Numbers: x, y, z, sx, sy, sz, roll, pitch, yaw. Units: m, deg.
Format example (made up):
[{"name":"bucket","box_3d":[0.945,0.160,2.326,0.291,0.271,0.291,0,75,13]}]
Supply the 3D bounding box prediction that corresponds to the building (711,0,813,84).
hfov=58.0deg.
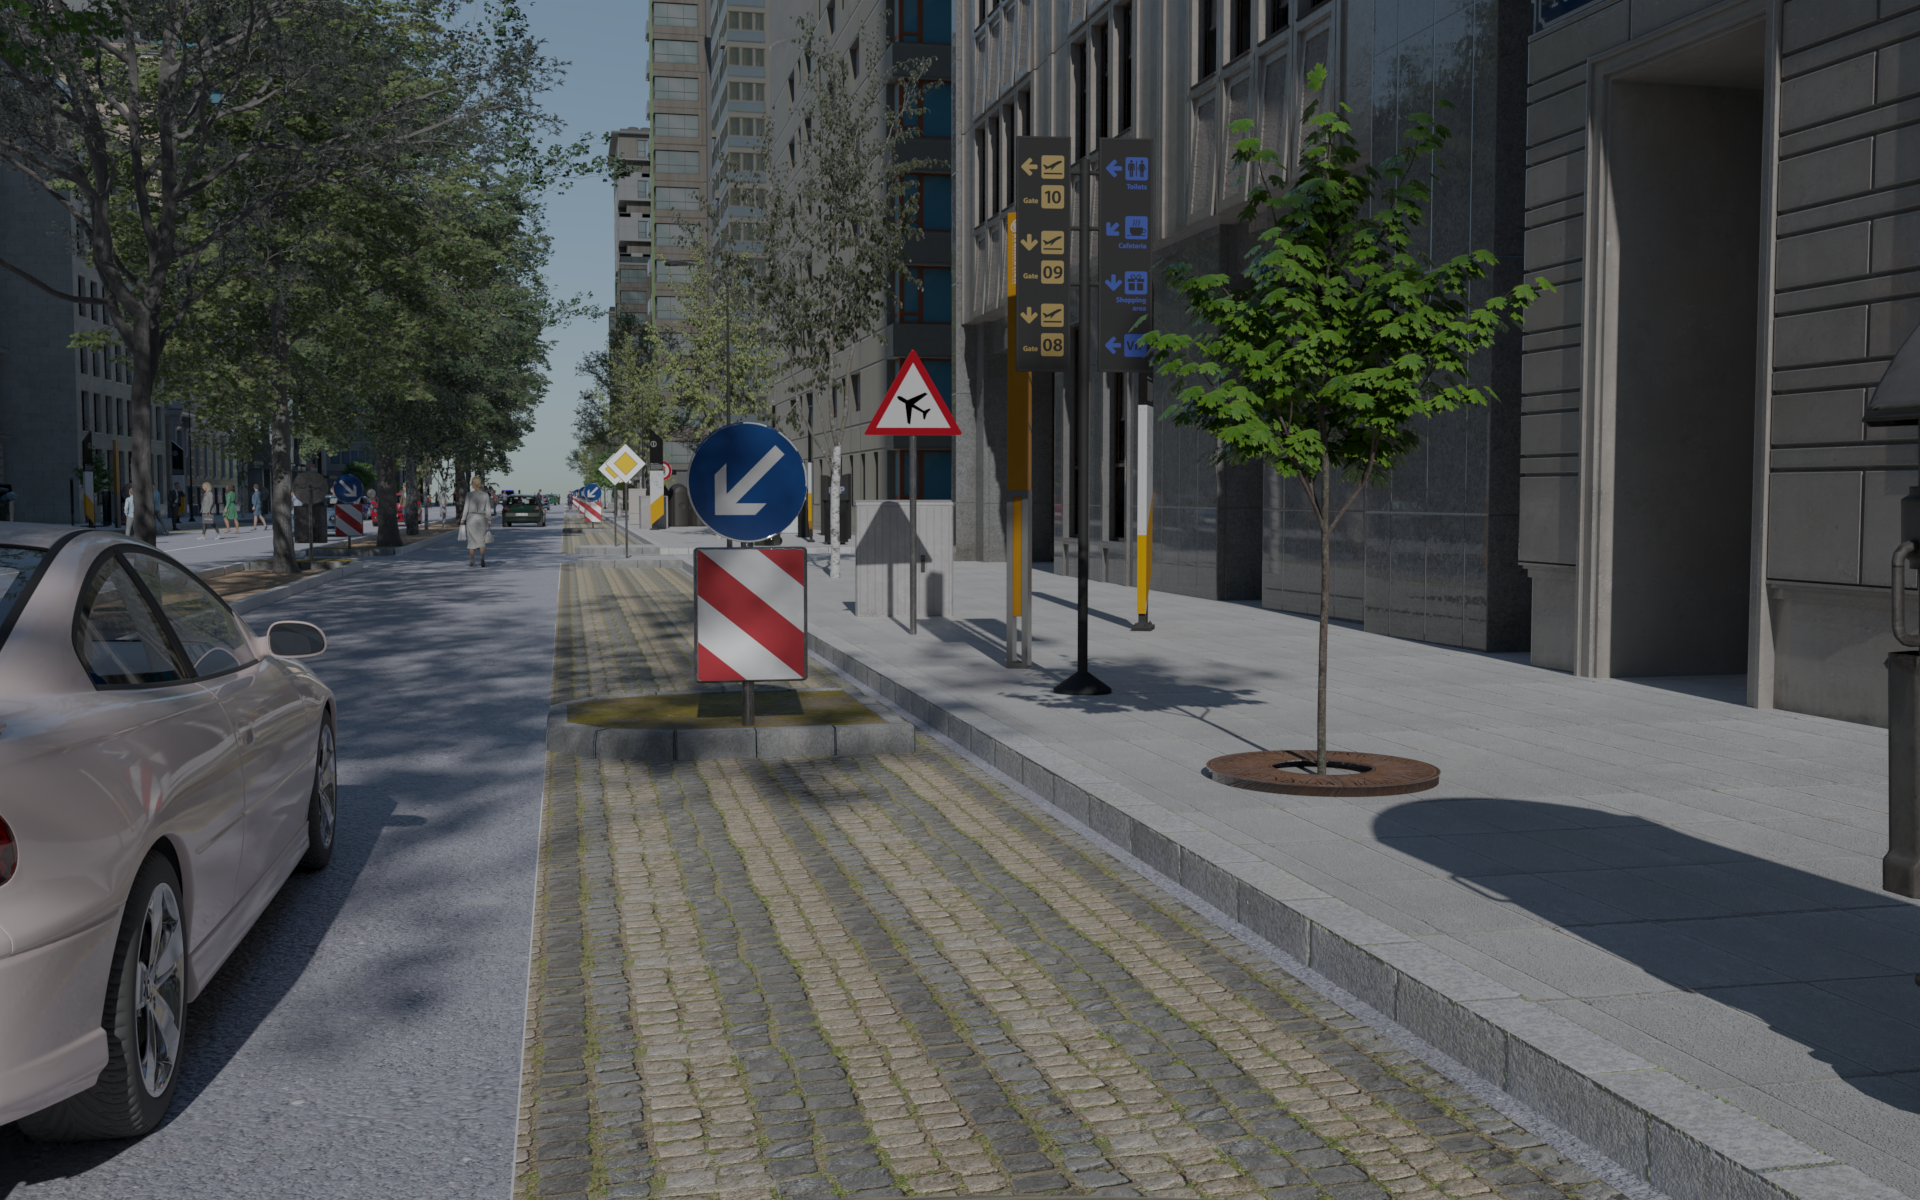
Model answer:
[{"name":"building","box_3d":[-2.577,-25.453,108.039,32.217,40.220,23.993,-1,4,-13]}]

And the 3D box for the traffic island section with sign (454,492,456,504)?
[{"name":"traffic island section with sign","box_3d":[-70.299,-14.255,241.697,1.989,1.847,2.006,-1,4,-13]}]

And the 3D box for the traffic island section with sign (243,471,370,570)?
[{"name":"traffic island section with sign","box_3d":[-12.663,-1.553,33.525,2.006,1.907,1.989,-1,4,-13]}]

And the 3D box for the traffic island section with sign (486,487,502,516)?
[{"name":"traffic island section with sign","box_3d":[-30.987,-6.476,114.019,2.006,1.907,1.989,-1,4,-13]}]

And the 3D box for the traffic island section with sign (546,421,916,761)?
[{"name":"traffic island section with sign","box_3d":[-1.432,-0.098,10.234,1.989,1.847,2.006,-1,4,-13]}]

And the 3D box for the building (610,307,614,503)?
[{"name":"building","box_3d":[-37.822,-27.791,226.091,14.160,30.474,14.107,-1,4,-13]}]

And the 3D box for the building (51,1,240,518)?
[{"name":"building","box_3d":[-50.079,-19.169,99.322,13.634,28.700,20.117,-1,4,-13]}]

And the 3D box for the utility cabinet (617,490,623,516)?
[{"name":"utility cabinet","box_3d":[-19.314,-5.488,98.403,0.318,1.500,1.173,-1,4,-13]}]

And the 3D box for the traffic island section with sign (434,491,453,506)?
[{"name":"traffic island section with sign","box_3d":[-64.288,-12.641,215.311,1.989,1.847,2.006,-1,4,-13]}]

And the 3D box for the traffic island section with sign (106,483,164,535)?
[{"name":"traffic island section with sign","box_3d":[-29.071,-3.181,60.642,1.989,1.847,2.006,-1,4,-13]}]

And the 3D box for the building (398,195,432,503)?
[{"name":"building","box_3d":[-85.923,-37.018,255.346,14.600,45.320,14.200,-1,4,-13]}]

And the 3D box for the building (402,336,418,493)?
[{"name":"building","box_3d":[-79.579,-27.921,228.216,14.160,30.474,14.107,-1,4,-13]}]

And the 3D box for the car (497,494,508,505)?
[{"name":"car","box_3d":[-56.063,-12.360,211.877,2.009,1.686,4.222,-1,4,-14]}]

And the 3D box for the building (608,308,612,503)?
[{"name":"building","box_3d":[-46.929,-30.297,267.057,14.160,30.474,14.107,-1,4,-13]}]

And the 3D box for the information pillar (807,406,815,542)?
[{"name":"information pillar","box_3d":[-3.963,-3.338,45.926,0.183,3.616,0.504,0,3,0]}]

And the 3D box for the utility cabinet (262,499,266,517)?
[{"name":"utility cabinet","box_3d":[-39.297,-5.421,97.314,0.318,1.500,1.173,-2,4,-35]}]

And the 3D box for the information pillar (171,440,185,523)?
[{"name":"information pillar","box_3d":[-34.186,-5.160,75.724,0.504,3.616,0.183,0,4,-5]}]

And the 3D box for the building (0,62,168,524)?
[{"name":"building","box_3d":[-44.832,-13.841,81.055,10.420,20.320,16.860,-1,4,-13]}]

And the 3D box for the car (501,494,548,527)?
[{"name":"car","box_3d":[-19.105,-4.044,75.905,2.009,1.686,4.222,-1,4,-11]}]

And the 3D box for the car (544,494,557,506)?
[{"name":"car","box_3d":[-51.583,-12.566,217.249,2.131,1.459,4.920,-1,4,-15]}]

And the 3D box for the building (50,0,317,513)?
[{"name":"building","box_3d":[-60.006,-30.813,123.401,23.786,49.044,30.456,-1,4,-13]}]

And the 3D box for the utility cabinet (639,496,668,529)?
[{"name":"utility cabinet","box_3d":[-11.352,-3.242,64.169,1.020,1.237,0.306,-1,4,-22]}]

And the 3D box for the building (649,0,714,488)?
[{"name":"building","box_3d":[-15.927,-27.227,128.763,14.154,41.232,14.086,-1,4,-13]}]

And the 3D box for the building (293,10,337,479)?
[{"name":"building","box_3d":[-67.745,-30.429,152.138,22.147,44.769,28.867,-1,4,-13]}]

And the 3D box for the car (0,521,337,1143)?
[{"name":"car","box_3d":[-2.999,0.450,5.013,2.083,1.381,4.827,-1,4,-13]}]

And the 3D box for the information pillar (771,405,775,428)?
[{"name":"information pillar","box_3d":[-4.923,-3.325,45.724,0.183,3.616,0.504,-1,4,-11]}]

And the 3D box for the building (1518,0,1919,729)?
[{"name":"building","box_3d":[11.252,-10.258,3.870,11.583,22.565,21.152,-1,4,-13]}]

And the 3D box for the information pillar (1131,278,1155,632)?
[{"name":"information pillar","box_3d":[1.747,-1.527,16.314,0.183,3.616,0.504,1,4,13]}]

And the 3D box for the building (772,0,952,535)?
[{"name":"building","box_3d":[9.217,-13.349,63.298,28.899,21.520,27.650,-1,4,-13]}]

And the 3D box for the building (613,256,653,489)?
[{"name":"building","box_3d":[-34.641,-26.952,212.373,14.160,30.474,14.107,-1,4,-13]}]

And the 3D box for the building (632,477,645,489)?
[{"name":"building","box_3d":[-17.613,-29.833,179.657,32.217,40.220,23.993,-1,4,-13]}]

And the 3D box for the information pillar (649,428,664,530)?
[{"name":"information pillar","box_3d":[-10.811,-4.300,61.657,0.504,3.616,0.183,-1,4,-10]}]

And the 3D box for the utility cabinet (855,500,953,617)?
[{"name":"utility cabinet","box_3d":[-0.590,-0.433,18.235,1.020,1.237,0.306,0,4,-5]}]

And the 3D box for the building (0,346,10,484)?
[{"name":"building","box_3d":[-41.502,-14.411,54.707,14.460,24.649,34.723,-1,4,-13]}]

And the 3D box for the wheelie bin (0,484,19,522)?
[{"name":"wheelie bin","box_3d":[-29.117,-2.735,52.620,0.980,1.594,0.693,-1,4,-17]}]

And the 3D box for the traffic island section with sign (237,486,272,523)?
[{"name":"traffic island section with sign","box_3d":[-35.062,-4.789,86.926,1.989,1.847,2.006,-1,4,-13]}]

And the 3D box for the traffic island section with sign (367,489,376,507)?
[{"name":"traffic island section with sign","box_3d":[-46.276,-7.804,136.226,1.989,1.847,2.006,-1,4,-13]}]

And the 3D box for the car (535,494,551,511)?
[{"name":"car","box_3d":[-36.879,-8.557,151.913,2.014,1.417,4.499,-1,4,-12]}]

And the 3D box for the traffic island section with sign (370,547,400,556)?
[{"name":"traffic island section with sign","box_3d":[-14.298,-1.995,40.751,2.006,1.907,1.989,-1,4,-13]}]

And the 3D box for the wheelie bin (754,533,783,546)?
[{"name":"wheelie bin","box_3d":[-4.807,-2.140,42.904,0.693,1.594,0.980,1,4,17]}]

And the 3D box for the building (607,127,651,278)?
[{"name":"building","box_3d":[-35.244,-40.269,247.640,28.713,52.752,27.495,-1,4,-13]}]

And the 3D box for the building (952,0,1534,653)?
[{"name":"building","box_3d":[7.901,-12.611,24.220,12.078,24.808,19.932,-1,4,-13]}]

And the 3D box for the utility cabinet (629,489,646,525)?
[{"name":"utility cabinet","box_3d":[-13.139,-3.869,71.931,1.173,1.500,0.318,0,4,0]}]

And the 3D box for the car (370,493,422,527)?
[{"name":"car","box_3d":[-25.256,-4.201,77.722,2.155,1.783,4.494,-1,4,-11]}]

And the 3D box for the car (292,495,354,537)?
[{"name":"car","box_3d":[-21.681,-2.895,59.328,2.014,1.417,4.499,-1,4,-11]}]

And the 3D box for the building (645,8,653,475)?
[{"name":"building","box_3d":[-15.716,-32.524,151.368,23.786,49.044,30.456,-1,4,-13]}]

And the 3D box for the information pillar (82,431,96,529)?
[{"name":"information pillar","box_3d":[-32.204,-4.442,63.989,0.183,3.616,0.504,0,4,7]}]

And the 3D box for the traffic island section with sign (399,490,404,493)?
[{"name":"traffic island section with sign","box_3d":[-52.264,-9.412,162.510,1.989,1.847,2.006,-1,4,-13]}]

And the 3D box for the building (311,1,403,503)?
[{"name":"building","box_3d":[-78.920,-40.589,205.628,21.231,58.520,28.212,-1,4,-13]}]

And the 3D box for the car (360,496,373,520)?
[{"name":"car","box_3d":[-33.464,-5.079,95.616,1.945,1.354,3.894,-1,4,-13]}]
